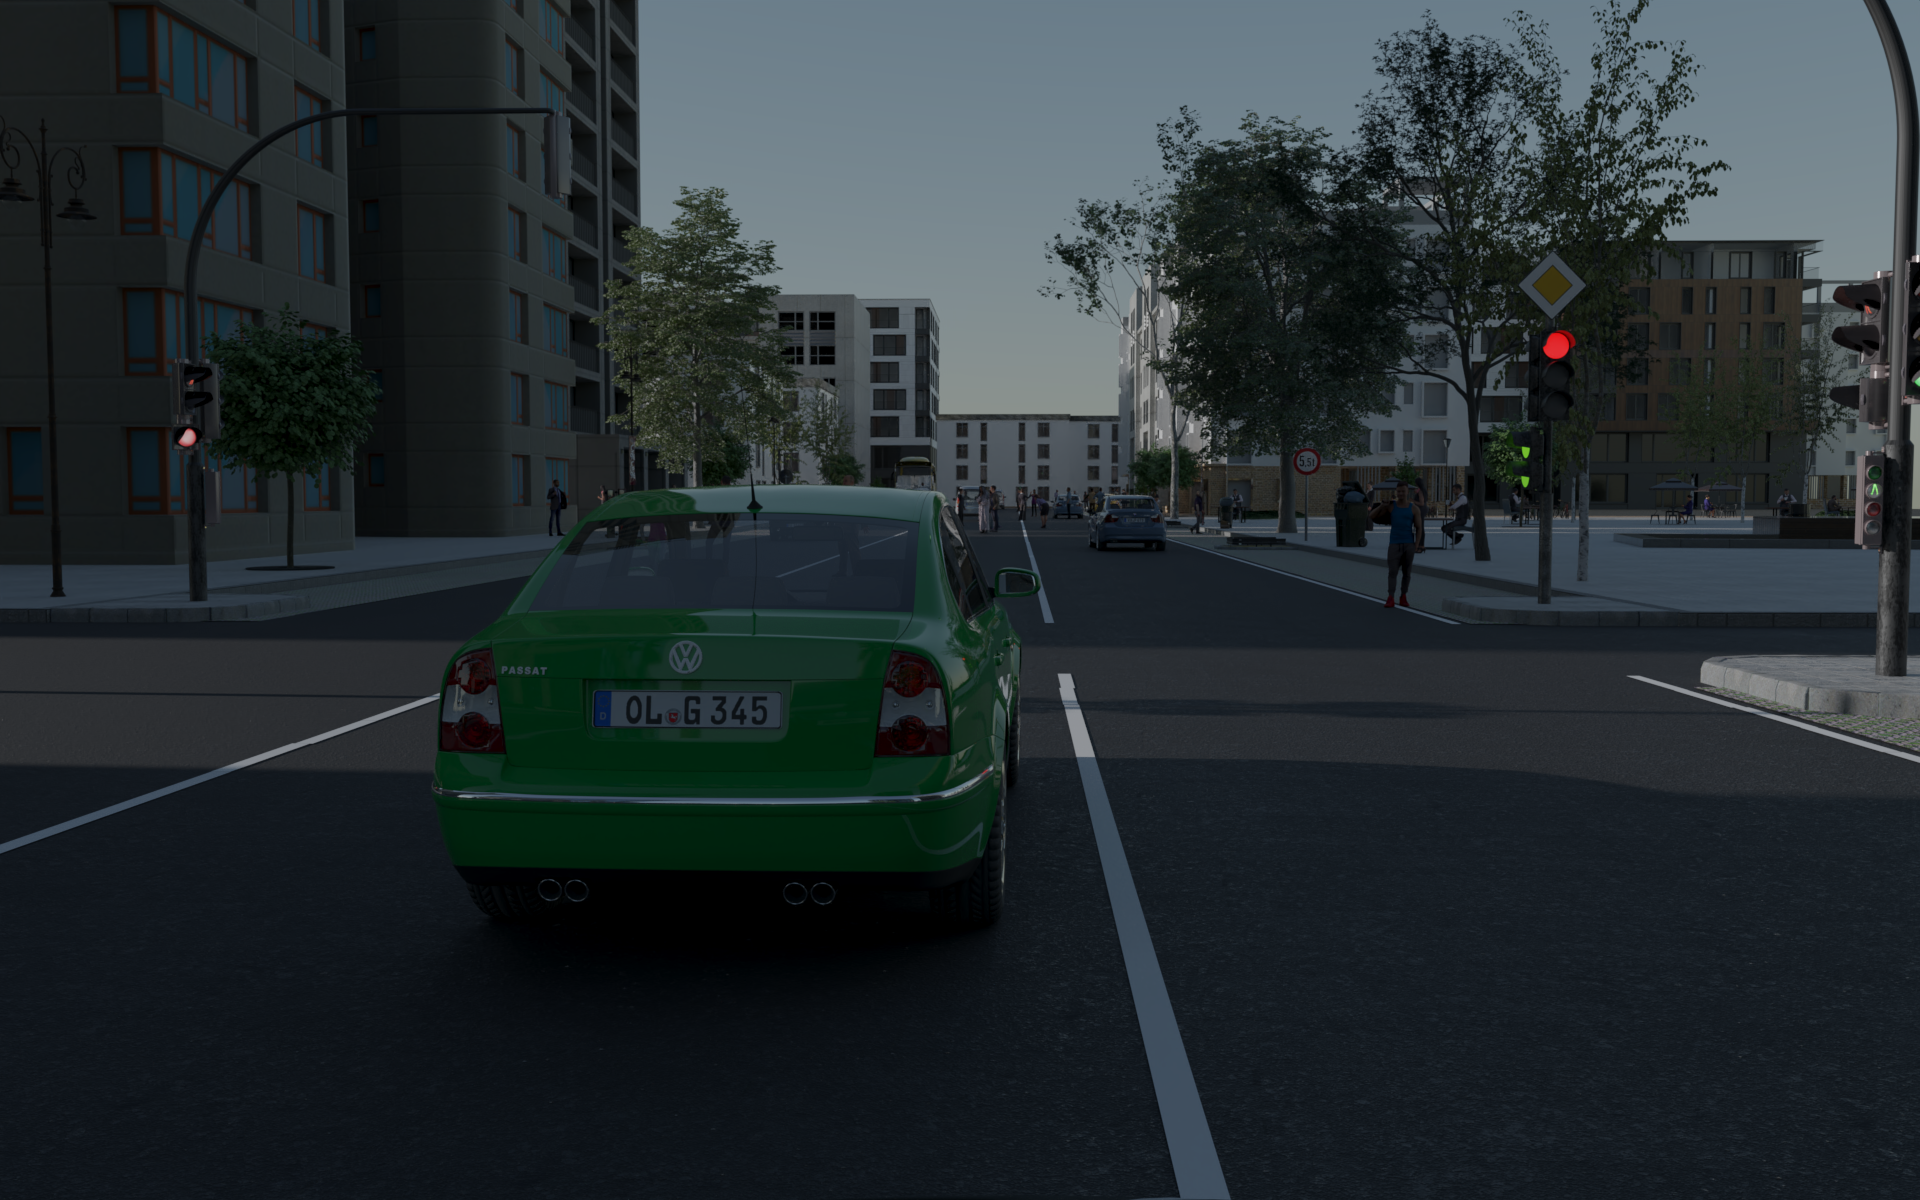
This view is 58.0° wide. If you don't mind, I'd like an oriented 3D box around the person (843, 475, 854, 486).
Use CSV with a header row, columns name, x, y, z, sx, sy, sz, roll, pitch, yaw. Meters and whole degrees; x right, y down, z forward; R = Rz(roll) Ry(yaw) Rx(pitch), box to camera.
name,x,y,z,sx,sy,sz,roll,pitch,yaw
person,-1.939,-1.270,29.822,0.434,1.755,0.990,-3,5,-44

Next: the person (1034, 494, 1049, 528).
name,x,y,z,sx,sy,sz,roll,pitch,yaw
person,3.419,-3.736,72.821,0.697,1.427,0.421,2,4,31

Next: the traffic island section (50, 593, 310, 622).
name,x,y,z,sx,sy,sz,roll,pitch,yaw
traffic island section,-9.153,0.092,20.779,2.009,0.180,2.903,0,4,2

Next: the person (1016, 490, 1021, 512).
name,x,y,z,sx,sy,sz,roll,pitch,yaw
person,4.743,-8.046,140.601,0.434,1.755,0.990,-1,4,-19

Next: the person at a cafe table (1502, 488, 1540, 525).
name,x,y,z,sx,sy,sz,roll,pitch,yaw
person at a cafe table,23.660,-3.945,73.018,1.622,1.524,1.698,-1,4,-21

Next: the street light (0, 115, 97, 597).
name,x,y,z,sx,sy,sz,roll,pitch,yaw
street light,-11.277,-2.978,21.474,0.468,5.910,1.993,0,4,2

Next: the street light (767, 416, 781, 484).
name,x,y,z,sx,sy,sz,roll,pitch,yaw
street light,-9.136,-6.875,85.198,0.468,5.910,1.993,0,4,2

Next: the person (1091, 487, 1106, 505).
name,x,y,z,sx,sy,sz,roll,pitch,yaw
person,8.302,-5.726,102.098,1.348,1.826,0.705,2,4,30

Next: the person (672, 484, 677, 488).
name,x,y,z,sx,sy,sz,roll,pitch,yaw
person,-12.878,-4.366,78.150,0.841,1.734,0.376,1,4,12

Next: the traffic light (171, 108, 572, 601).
name,x,y,z,sx,sy,sz,roll,pitch,yaw
traffic light,-7.019,-2.810,20.612,4.771,5.953,1.251,0,4,2

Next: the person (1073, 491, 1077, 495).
name,x,y,z,sx,sy,sz,roll,pitch,yaw
person,10.905,-9.544,165.089,0.434,1.755,0.990,-3,4,-36

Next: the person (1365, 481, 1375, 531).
name,x,y,z,sx,sy,sz,roll,pitch,yaw
person,14.106,-3.271,60.321,0.742,1.727,0.445,3,4,37

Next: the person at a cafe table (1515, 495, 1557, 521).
name,x,y,z,sx,sy,sz,roll,pitch,yaw
person at a cafe table,27.495,-4.440,83.447,1.726,1.238,1.698,-2,4,-25

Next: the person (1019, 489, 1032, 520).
name,x,y,z,sx,sy,sz,roll,pitch,yaw
person,3.562,-5.219,94.637,0.742,1.727,0.445,0,4,-5

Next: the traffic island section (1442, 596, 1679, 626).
name,x,y,z,sx,sy,sz,roll,pitch,yaw
traffic island section,6.861,0.123,20.273,2.009,0.180,2.903,0,4,2

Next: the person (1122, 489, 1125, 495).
name,x,y,z,sx,sy,sz,roll,pitch,yaw
person,13.094,-8.094,139.183,0.445,1.727,0.742,0,4,1

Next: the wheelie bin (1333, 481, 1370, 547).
name,x,y,z,sx,sy,sz,roll,pitch,yaw
wheelie bin,9.459,-2.079,41.903,0.693,1.594,0.980,-2,4,-24

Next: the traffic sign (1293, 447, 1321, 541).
name,x,y,z,sx,sy,sz,roll,pitch,yaw
traffic sign,9.469,-2.887,47.312,0.768,2.556,0.104,1,4,10

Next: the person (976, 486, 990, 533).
name,x,y,z,sx,sy,sz,roll,pitch,yaw
person,0.839,-3.298,63.088,0.551,1.740,0.621,1,4,19

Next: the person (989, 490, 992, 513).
name,x,y,z,sx,sy,sz,roll,pitch,yaw
person,2.192,-7.399,130.158,0.721,1.739,1.217,-2,4,-26

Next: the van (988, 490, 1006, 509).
name,x,y,z,sx,sy,sz,roll,pitch,yaw
van,3.347,-9.551,163.164,2.013,2.044,4.112,0,3,0

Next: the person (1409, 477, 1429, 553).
name,x,y,z,sx,sy,sz,roll,pitch,yaw
person,9.911,-1.834,37.493,0.415,1.643,0.593,-1,4,-16

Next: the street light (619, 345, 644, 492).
name,x,y,z,sx,sy,sz,roll,pitch,yaw
street light,-10.163,-4.948,53.680,0.468,5.910,1.993,0,4,2

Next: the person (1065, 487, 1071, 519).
name,x,y,z,sx,sy,sz,roll,pitch,yaw
person,6.150,-5.500,98.403,0.705,1.826,1.348,0,3,0

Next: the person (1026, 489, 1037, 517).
name,x,y,z,sx,sy,sz,roll,pitch,yaw
person,4.689,-6.180,110.219,1.217,1.739,0.721,2,4,26

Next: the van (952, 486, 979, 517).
name,x,y,z,sx,sy,sz,roll,pitch,yaw
van,0.597,-5.306,93.771,2.013,2.044,4.112,0,3,0

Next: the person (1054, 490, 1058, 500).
name,x,y,z,sx,sy,sz,roll,pitch,yaw
person,9.052,-9.299,160.409,0.599,1.838,0.709,2,4,30

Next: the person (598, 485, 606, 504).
name,x,y,z,sx,sy,sz,roll,pitch,yaw
person,-14.282,-3.781,69.333,0.415,1.643,0.593,-2,4,-28

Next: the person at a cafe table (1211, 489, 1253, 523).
name,x,y,z,sx,sy,sz,roll,pitch,yaw
person at a cafe table,12.247,-4.224,77.574,1.698,1.524,1.622,1,4,20

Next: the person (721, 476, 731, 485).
name,x,y,z,sx,sy,sz,roll,pitch,yaw
person,-4.417,-1.395,31.754,0.683,1.767,0.568,-1,4,-14

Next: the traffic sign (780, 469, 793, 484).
name,x,y,z,sx,sy,sz,roll,pitch,yaw
traffic sign,-8.884,-5.396,88.333,0.768,2.556,0.104,1,4,8

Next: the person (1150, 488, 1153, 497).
name,x,y,z,sx,sy,sz,roll,pitch,yaw
person,12.000,-6.227,108.578,0.721,1.735,1.217,-1,4,-14

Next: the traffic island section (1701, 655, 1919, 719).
name,x,y,z,sx,sy,sz,roll,pitch,yaw
traffic island section,6.610,0.611,12.292,2.009,0.180,2.903,0,4,2

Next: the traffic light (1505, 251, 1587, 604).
name,x,y,z,sx,sy,sz,roll,pitch,yaw
traffic light,6.821,-1.911,20.160,0.839,4.253,0.868,0,4,2

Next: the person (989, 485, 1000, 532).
name,x,y,z,sx,sy,sz,roll,pitch,yaw
person,1.129,-3.463,65.657,0.750,1.759,0.617,0,4,-3

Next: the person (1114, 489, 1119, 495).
name,x,y,z,sx,sy,sz,roll,pitch,yaw
person,13.116,-8.405,144.256,0.721,1.735,1.217,3,4,39

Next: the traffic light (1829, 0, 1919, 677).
name,x,y,z,sx,sy,sz,roll,pitch,yaw
traffic light,4.477,-2.290,12.103,4.771,5.953,1.251,0,4,2

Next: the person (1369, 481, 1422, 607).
name,x,y,z,sx,sy,sz,roll,pitch,yaw
person,5.544,-0.715,22.060,0.647,1.594,0.662,1,4,8

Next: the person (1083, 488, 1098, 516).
name,x,y,z,sx,sy,sz,roll,pitch,yaw
person,8.459,-6.244,110.677,1.348,1.812,0.705,1,4,23

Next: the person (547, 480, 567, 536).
name,x,y,z,sx,sy,sz,roll,pitch,yaw
person,-12.251,-2.803,52.700,0.431,1.722,0.655,2,4,33

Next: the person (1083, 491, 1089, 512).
name,x,y,z,sx,sy,sz,roll,pitch,yaw
person,10.194,-7.949,139.941,0.415,1.643,0.593,2,4,35

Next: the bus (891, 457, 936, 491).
name,x,y,z,sx,sy,sz,roll,pitch,yaw
bus,-3.014,-7.736,118.025,2.896,3.916,12.252,0,3,0

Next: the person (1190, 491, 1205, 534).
name,x,y,z,sx,sy,sz,roll,pitch,yaw
person,8.465,-3.122,61.758,0.471,1.553,0.569,3,5,40

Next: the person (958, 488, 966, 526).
name,x,y,z,sx,sy,sz,roll,pitch,yaw
person,0.098,-4.153,77.199,0.445,1.727,0.742,-1,4,-14

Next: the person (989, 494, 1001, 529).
name,x,y,z,sx,sy,sz,roll,pitch,yaw
person,1.491,-3.603,70.649,0.776,1.435,0.726,0,4,-2

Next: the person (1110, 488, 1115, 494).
name,x,y,z,sx,sy,sz,roll,pitch,yaw
person,13.843,-9.193,156.355,1.348,1.824,0.705,-3,5,-40

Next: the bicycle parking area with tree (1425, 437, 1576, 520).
name,x,y,z,sx,sy,sz,roll,pitch,yaw
bicycle parking area with tree,27.677,-6.226,88.794,8.231,4.147,9.016,2,4,28

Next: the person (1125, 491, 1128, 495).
name,x,y,z,sx,sy,sz,roll,pitch,yaw
person,13.887,-8.449,145.658,0.593,1.643,0.415,-2,4,-32

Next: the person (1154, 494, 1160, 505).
name,x,y,z,sx,sy,sz,roll,pitch,yaw
person,7.160,-3.211,64.192,0.799,1.438,0.628,3,5,41
